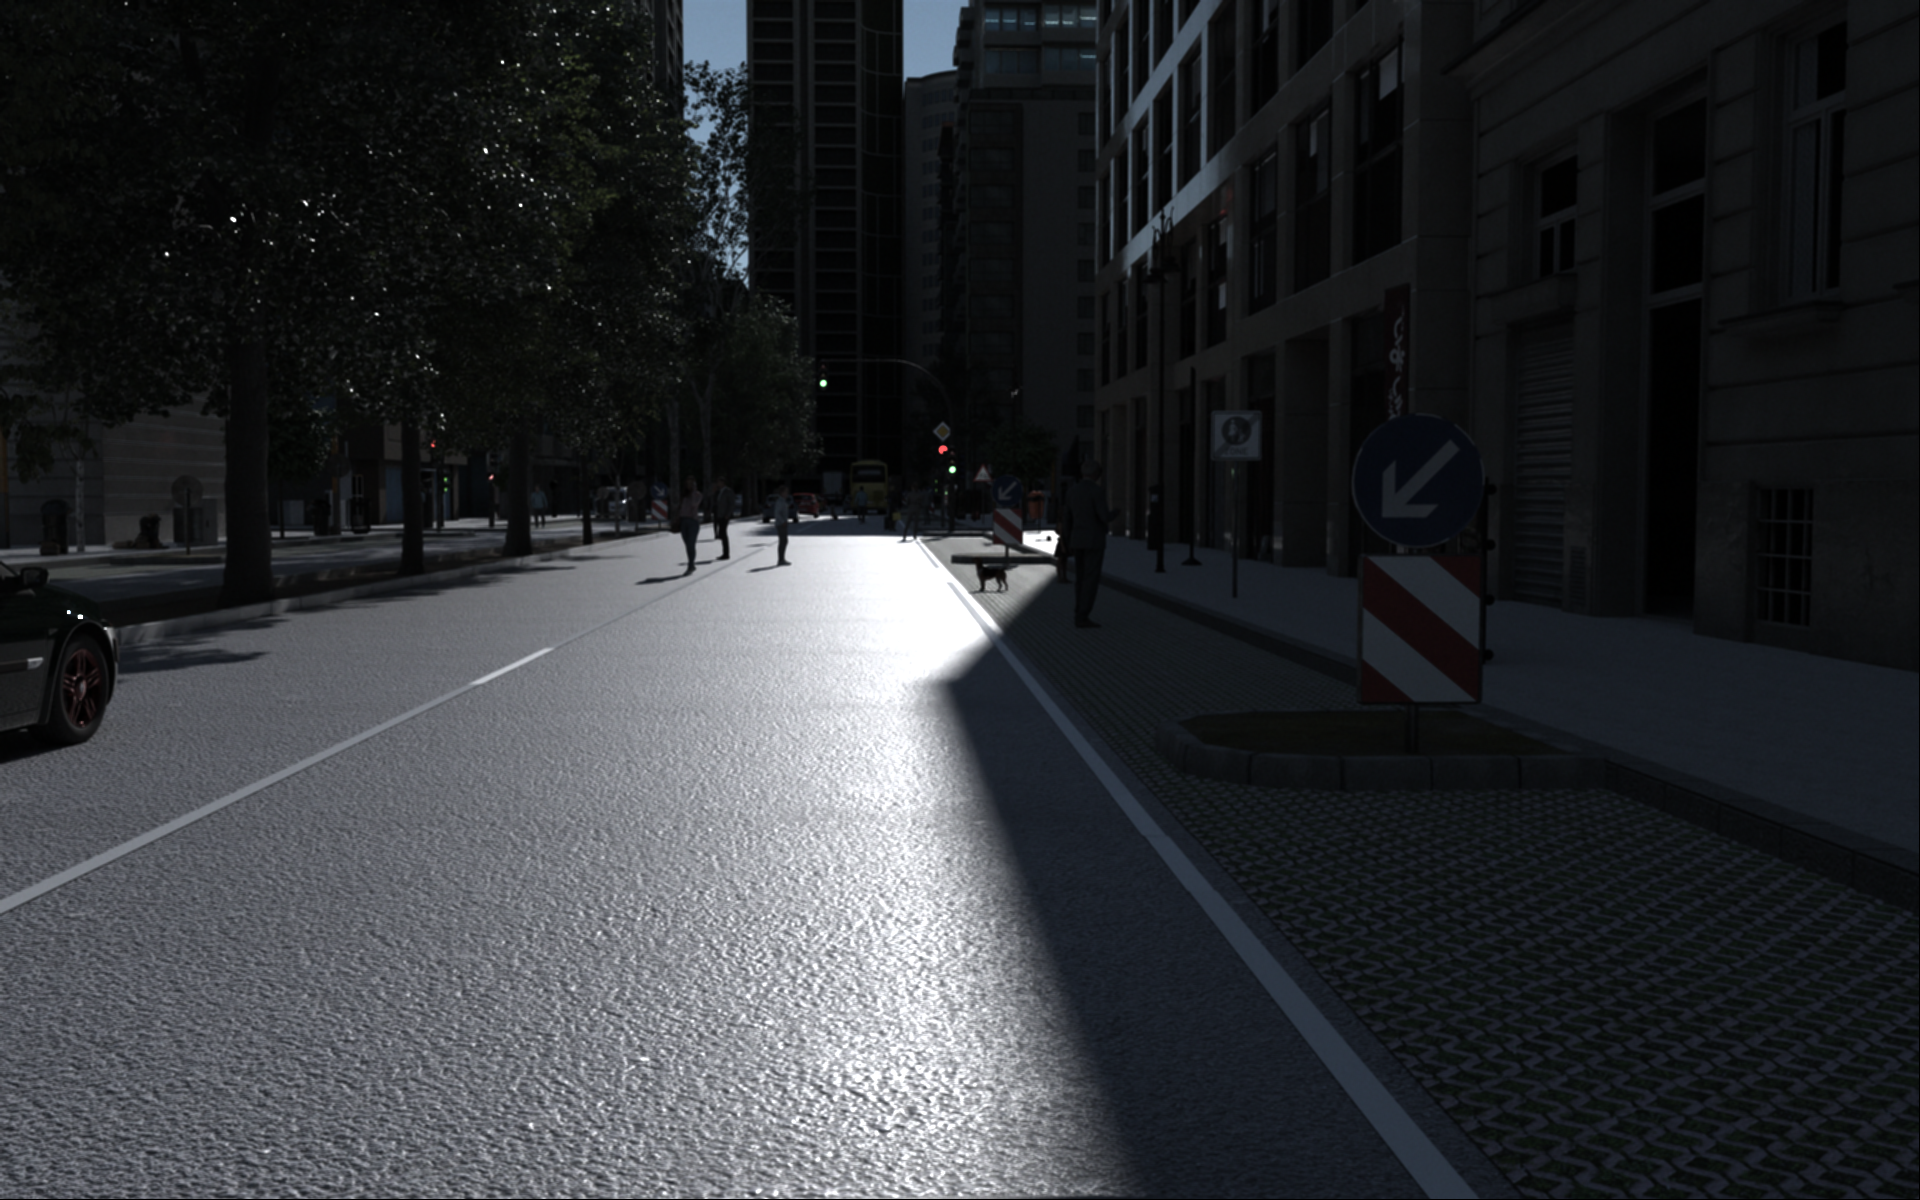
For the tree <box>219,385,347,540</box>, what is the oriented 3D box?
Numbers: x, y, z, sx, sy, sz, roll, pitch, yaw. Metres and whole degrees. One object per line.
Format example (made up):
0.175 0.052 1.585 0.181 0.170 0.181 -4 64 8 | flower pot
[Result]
-19.267 -4.013 49.332 4.285 4.588 4.351 0 3 0 | tree

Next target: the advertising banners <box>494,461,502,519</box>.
-24.244 -5.795 90.932 0.090 3.025 2.074 0 4 -1 | advertising banners

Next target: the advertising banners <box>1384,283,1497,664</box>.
3.796 -1.083 13.893 0.090 3.025 2.074 -1 4 -9 | advertising banners

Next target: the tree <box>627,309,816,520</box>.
-12.676 -10.259 95.954 9.928 11.665 9.643 0 3 0 | tree

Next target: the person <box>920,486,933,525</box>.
-1.575 -4.378 80.183 0.635 1.810 0.391 -3 5 -39 | person

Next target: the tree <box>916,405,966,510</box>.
-0.849 -11.459 137.712 4.360 8.622 3.978 0 3 0 | tree

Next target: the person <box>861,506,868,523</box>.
-4.802 -4.507 86.864 0.373 1.253 0.362 0 4 -4 | person

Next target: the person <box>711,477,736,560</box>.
-5.208 -1.796 38.038 0.473 1.802 0.592 -1 4 -23 | person

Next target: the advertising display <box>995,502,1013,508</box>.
2.237 -5.043 87.674 0.974 1.923 0.123 0 4 3 | advertising display

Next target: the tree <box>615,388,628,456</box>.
-23.525 -12.834 135.586 9.928 11.665 9.643 0 3 0 | tree

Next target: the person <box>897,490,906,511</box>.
-5.287 -8.558 148.553 1.348 1.807 0.705 1 4 15 | person

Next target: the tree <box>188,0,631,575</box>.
-9.780 -6.728 30.585 7.486 12.596 7.792 0 3 0 | tree

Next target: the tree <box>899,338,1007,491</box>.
-0.213 -10.396 104.381 7.601 10.594 8.767 0 4 -2 | tree

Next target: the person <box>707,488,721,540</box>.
-7.628 -2.838 54.672 0.659 1.850 0.755 0 4 0 | person

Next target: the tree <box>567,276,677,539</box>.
-10.887 -6.243 54.900 4.360 8.622 3.978 0 3 0 | tree

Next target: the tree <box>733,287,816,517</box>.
-13.266 -12.085 106.709 9.857 13.997 8.962 0 3 0 | tree

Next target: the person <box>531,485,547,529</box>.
-17.422 -3.868 71.757 0.660 1.820 0.620 0 4 -7 | person

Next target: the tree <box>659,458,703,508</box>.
-23.963 -9.976 146.828 4.285 4.588 4.351 0 3 0 | tree

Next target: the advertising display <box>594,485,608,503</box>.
-26.552 -7.543 128.544 0.974 1.923 0.123 2 4 24 | advertising display

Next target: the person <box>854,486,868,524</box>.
-4.743 -4.570 83.231 0.660 1.820 0.620 -2 4 -25 | person

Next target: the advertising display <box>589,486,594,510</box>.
-28.971 -8.017 136.283 0.123 1.923 0.974 3 5 43 | advertising display

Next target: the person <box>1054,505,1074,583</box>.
1.704 -0.890 27.718 0.373 1.253 0.362 3 5 39 | person

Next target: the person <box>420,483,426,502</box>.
-17.517 -2.870 55.697 0.793 1.790 0.793 3 5 40 | person

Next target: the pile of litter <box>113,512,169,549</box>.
-19.242 -1.632 40.645 1.176 0.858 1.719 -2 4 -34 | pile of litter

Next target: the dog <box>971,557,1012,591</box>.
0.465 -0.387 25.621 0.540 0.507 0.406 -1 4 -13 | dog

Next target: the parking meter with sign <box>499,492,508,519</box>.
-23.319 -5.676 89.060 1.738 3.016 0.543 -3 5 -41 | parking meter with sign

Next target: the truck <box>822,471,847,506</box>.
-15.431 -13.718 213.202 2.839 4.237 11.283 0 4 -2 | truck

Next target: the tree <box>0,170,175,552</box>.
-19.507 -5.380 38.333 4.360 8.622 3.978 0 3 0 | tree

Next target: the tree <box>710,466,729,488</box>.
-24.689 -10.983 163.289 4.285 4.588 4.351 0 3 0 | tree

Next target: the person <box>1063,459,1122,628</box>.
1.432 -0.607 18.607 0.590 1.801 0.661 -3 5 -42 | person

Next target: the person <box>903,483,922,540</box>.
-1.496 -2.798 54.529 0.520 1.790 0.573 -1 4 -21 | person

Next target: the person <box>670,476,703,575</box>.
-4.799 -1.327 30.794 0.593 1.750 0.643 2 4 28 | person

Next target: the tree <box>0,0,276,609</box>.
-8.945 -6.866 21.369 9.857 13.997 8.962 0 3 0 | tree

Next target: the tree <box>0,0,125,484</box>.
-8.780 -3.751 14.148 4.737 8.622 4.395 0 3 0 | tree

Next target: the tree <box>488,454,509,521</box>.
-21.819 -5.442 83.578 1.663 3.219 1.824 0 3 0 | tree

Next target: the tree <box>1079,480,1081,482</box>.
7.737 -7.647 119.629 1.663 3.219 1.824 0 3 0 | tree

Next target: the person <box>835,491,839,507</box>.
-13.846 -11.397 195.531 0.721 1.739 1.217 1 4 9 | person

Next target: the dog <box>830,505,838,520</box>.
-6.817 -4.807 95.434 0.800 0.831 0.513 -1 4 -21 | dog

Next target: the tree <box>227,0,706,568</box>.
-10.236 -7.987 39.703 9.857 13.997 8.962 0 3 0 | tree

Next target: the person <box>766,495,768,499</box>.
-18.209 -9.299 163.770 0.697 1.427 0.421 1 4 8 | person

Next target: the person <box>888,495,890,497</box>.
-7.683 -10.404 178.693 1.348 1.812 0.705 -2 4 -29 | person

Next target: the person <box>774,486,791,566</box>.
-3.567 -1.499 34.813 0.330 1.601 0.589 1 4 9 | person

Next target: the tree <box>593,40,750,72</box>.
-12.936 -13.018 71.189 12.611 20.169 13.585 0 3 0 | tree

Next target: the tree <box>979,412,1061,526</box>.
2.397 -5.225 69.145 4.285 4.588 4.351 0 3 0 | tree

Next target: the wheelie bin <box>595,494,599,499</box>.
-21.590 -5.921 104.708 0.980 1.594 0.693 0 4 0 | wheelie bin

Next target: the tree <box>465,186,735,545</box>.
-10.465 -6.845 48.784 8.767 10.594 7.601 0 4 -3 | tree

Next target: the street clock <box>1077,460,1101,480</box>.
2.744 -1.973 36.821 0.471 2.002 0.358 2 4 33 | street clock

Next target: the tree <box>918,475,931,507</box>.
-3.526 -11.153 176.959 1.663 3.219 1.824 0 3 0 | tree

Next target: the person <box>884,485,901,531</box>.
-2.619 -3.592 67.440 0.699 1.804 1.509 0 4 -1 | person

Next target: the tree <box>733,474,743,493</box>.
-27.416 -13.792 209.217 4.285 4.588 4.351 0 3 0 | tree

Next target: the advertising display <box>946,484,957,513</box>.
-0.546 -6.718 115.060 0.974 1.923 0.123 -3 5 -39 | advertising display

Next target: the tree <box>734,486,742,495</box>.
-27.406 -13.344 212.774 1.663 3.219 1.824 0 3 0 | tree

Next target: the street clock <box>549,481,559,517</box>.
-22.368 -5.559 95.464 0.471 2.002 0.358 2 4 28 | street clock

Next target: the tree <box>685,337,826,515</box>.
-13.904 -12.069 116.798 9.611 12.733 9.660 0 3 0 | tree

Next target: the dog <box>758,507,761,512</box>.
-14.758 -6.667 128.296 0.406 0.507 0.540 1 4 10 | dog

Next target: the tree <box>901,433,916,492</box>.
-4.278 -14.384 185.545 4.360 8.622 3.978 0 3 0 | tree

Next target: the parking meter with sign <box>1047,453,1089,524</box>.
4.592 -4.771 74.260 1.738 3.016 0.543 1 4 23 | parking meter with sign

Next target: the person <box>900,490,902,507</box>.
-6.250 -10.636 182.489 1.350 1.814 0.705 -1 4 -14 | person

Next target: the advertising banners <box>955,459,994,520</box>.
0.765 -5.538 86.740 2.074 3.025 0.090 1 4 16 | advertising banners
